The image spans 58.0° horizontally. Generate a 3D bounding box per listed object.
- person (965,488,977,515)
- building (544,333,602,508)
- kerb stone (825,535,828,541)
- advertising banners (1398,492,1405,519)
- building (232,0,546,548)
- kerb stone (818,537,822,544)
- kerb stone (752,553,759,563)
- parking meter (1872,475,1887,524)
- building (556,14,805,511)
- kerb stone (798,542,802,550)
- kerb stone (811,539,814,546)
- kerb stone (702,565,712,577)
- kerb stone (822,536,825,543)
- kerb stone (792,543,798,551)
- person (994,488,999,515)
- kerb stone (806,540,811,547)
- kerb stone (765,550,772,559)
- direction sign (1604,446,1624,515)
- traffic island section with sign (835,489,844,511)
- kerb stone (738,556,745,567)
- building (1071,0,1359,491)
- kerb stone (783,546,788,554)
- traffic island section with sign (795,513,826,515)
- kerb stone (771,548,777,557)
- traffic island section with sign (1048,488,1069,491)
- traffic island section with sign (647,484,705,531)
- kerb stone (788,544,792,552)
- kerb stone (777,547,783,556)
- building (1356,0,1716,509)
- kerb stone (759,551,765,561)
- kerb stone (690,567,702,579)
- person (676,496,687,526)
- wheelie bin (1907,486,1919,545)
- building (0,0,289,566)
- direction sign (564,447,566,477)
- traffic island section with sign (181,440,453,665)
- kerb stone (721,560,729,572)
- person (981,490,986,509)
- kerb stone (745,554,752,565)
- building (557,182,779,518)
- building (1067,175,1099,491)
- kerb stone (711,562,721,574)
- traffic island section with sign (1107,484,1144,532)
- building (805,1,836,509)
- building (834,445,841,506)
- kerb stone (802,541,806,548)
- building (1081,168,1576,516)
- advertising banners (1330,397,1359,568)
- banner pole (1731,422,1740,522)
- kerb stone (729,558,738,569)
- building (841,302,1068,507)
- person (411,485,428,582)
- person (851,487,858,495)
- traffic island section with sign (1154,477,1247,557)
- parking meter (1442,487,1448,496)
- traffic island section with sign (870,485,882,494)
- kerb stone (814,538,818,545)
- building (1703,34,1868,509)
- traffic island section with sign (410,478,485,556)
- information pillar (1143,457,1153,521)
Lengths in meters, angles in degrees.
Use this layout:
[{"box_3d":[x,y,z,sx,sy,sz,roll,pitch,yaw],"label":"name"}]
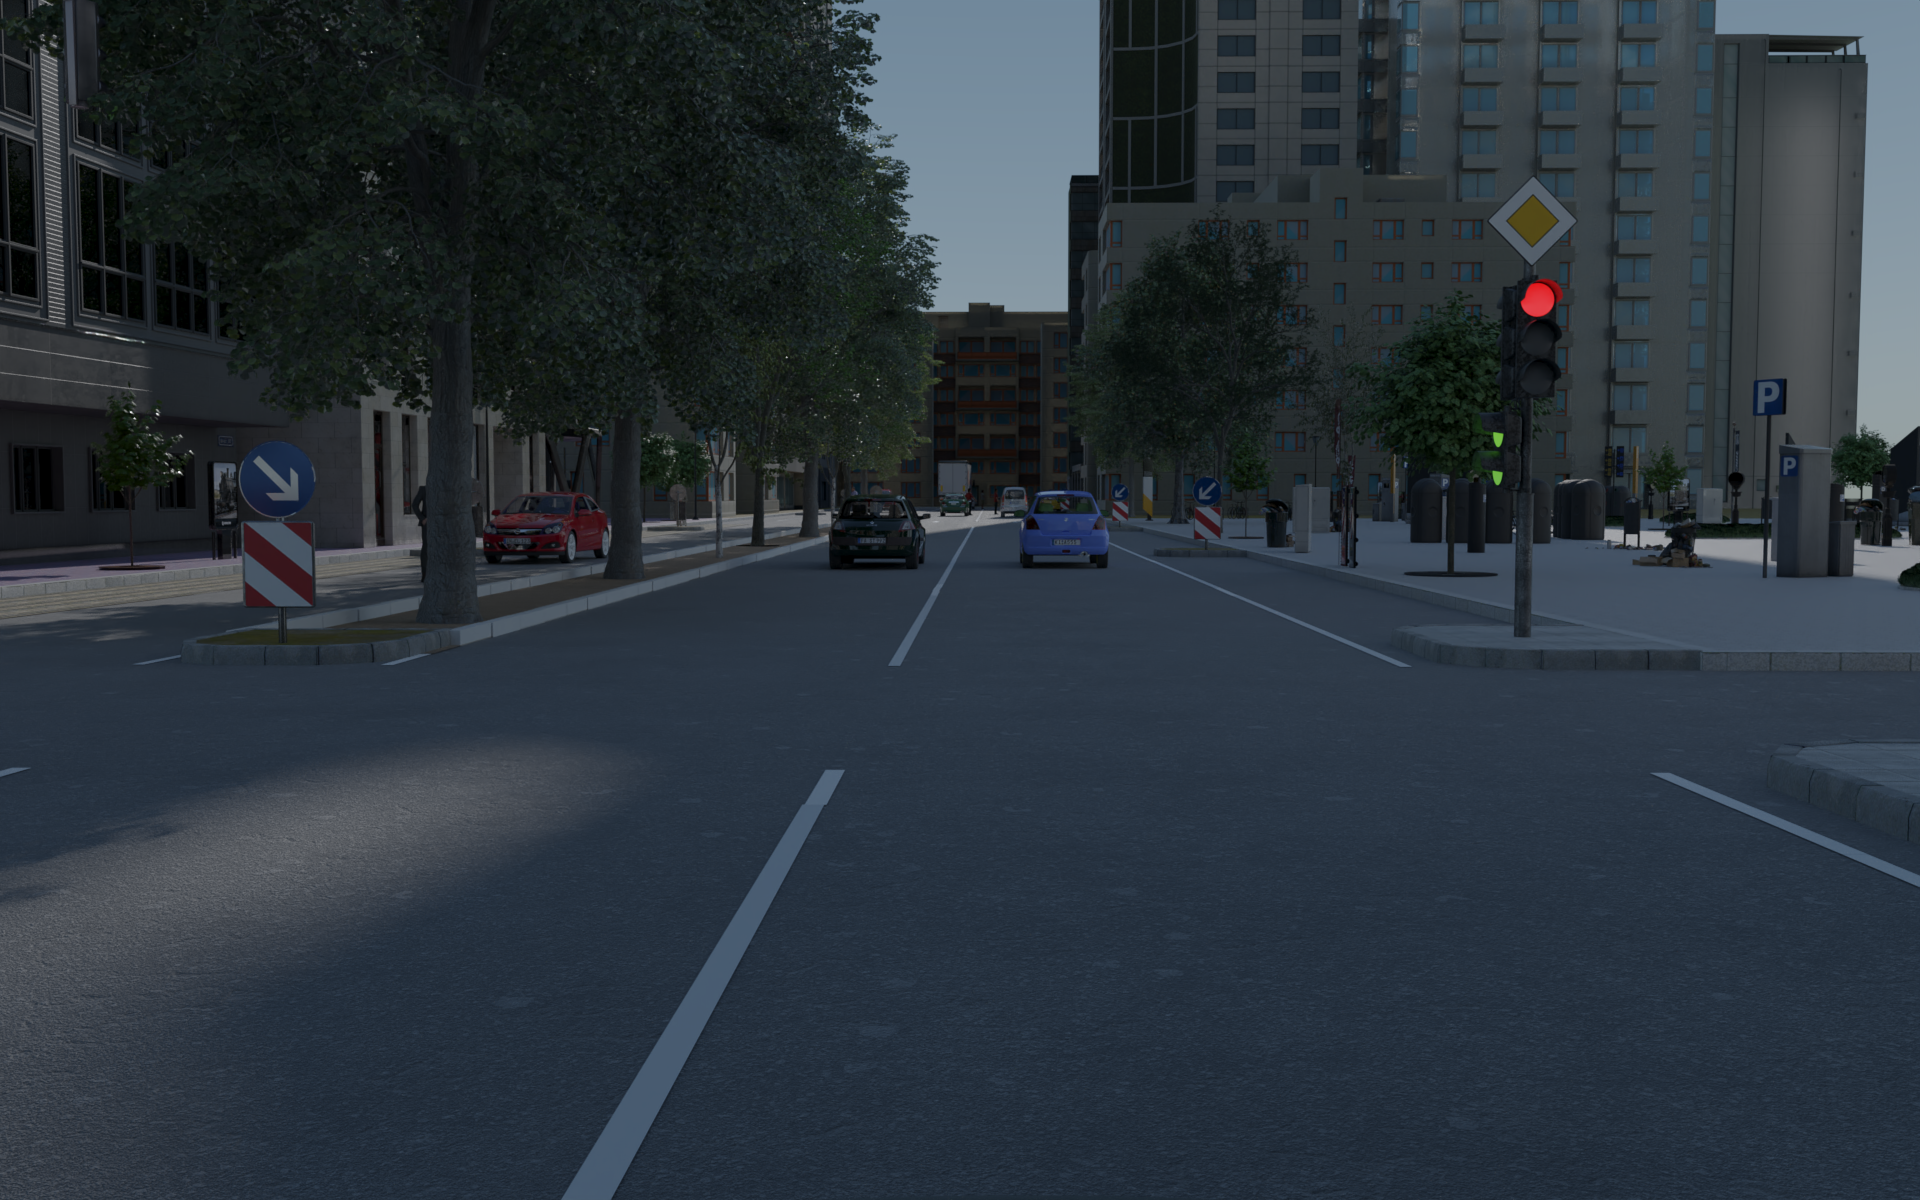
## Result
[{"box_3d":[0.648,-6.608,116.475,0.705,1.831,1.348,-3,4,-36],"label":"person"},{"box_3d":[-22.565,-12.133,65.830,16.820,18.784,16.811,0,4,1],"label":"building"},{"box_3d":[-4.108,-1.801,51.645,0.120,0.150,1.000,0,4,1],"label":"kerb stone"},{"box_3d":[23.248,-5.646,88.501,2.074,3.025,0.090,2,4,26],"label":"advertising banners"},{"box_3d":[-19.118,-11.868,48.787,10.420,20.320,16.860,0,4,1],"label":"building"},{"box_3d":[-4.137,-1.676,49.593,0.120,0.150,1.000,0,4,1],"label":"kerb stone"},{"box_3d":[-4.398,-0.858,36.267,0.120,0.150,1.000,0,4,1],"label":"kerb stone"},{"box_3d":[27.615,-2.833,52.038,0.399,1.863,0.255,-2,4,-25],"label":"parking meter"},{"box_3d":[-23.328,-30.973,130.111,21.300,48.544,21.600,0,4,1],"label":"building"},{"box_3d":[-4.236,-1.362,44.461,0.120,0.150,1.000,0,4,1],"label":"kerb stone"},{"box_3d":[-4.183,-1.545,47.547,0.120,0.150,1.000,0,4,1],"label":"kerb stone"},{"box_3d":[-4.495,-0.484,30.127,0.120,0.150,1.000,0,4,1],"label":"kerb stone"},{"box_3d":[-4.129,-1.736,50.616,0.120,0.150,1.000,0,4,1],"label":"kerb stone"},{"box_3d":[-4.250,-1.295,43.436,0.120,0.150,1.000,0,4,1],"label":"kerb stone"},{"box_3d":[2.557,-6.914,121.485,0.705,1.831,1.348,0,4,-2],"label":"person"},{"box_3d":[-4.194,-1.486,46.517,0.120,0.150,1.000,0,4,1],"label":"kerb stone"},{"box_3d":[-4.349,-0.981,38.318,0.120,0.150,1.000,0,4,1],"label":"kerb stone"},{"box_3d":[30.849,-5.488,81.725,0.876,3.537,0.379,2,4,34],"label":"direction sign"},{"box_3d":[-9.648,-8.348,145.118,1.989,1.847,2.006,0,4,1],"label":"traffic island section with sign"},{"box_3d":[-4.432,-0.736,34.223,0.120,0.150,1.000,0,4,1],"label":"kerb stone"},{"box_3d":[19.911,-42.954,140.548,20.563,71.187,20.611,0,4,1],"label":"building"},{"box_3d":[-4.296,-1.174,41.384,0.120,0.150,1.000,0,4,1],"label":"kerb stone"},{"box_3d":[-10.147,-6.686,117.944,1.989,1.847,2.006,0,4,1],"label":"traffic island section with sign"},{"box_3d":[-4.331,-1.048,39.340,0.120,0.150,1.000,0,4,1],"label":"kerb stone"},{"box_3d":[6.958,-6.647,117.306,1.989,1.847,2.006,0,4,1],"label":"traffic island section with sign"},{"box_3d":[-11.071,-3.618,67.790,1.989,1.847,2.006,0,4,1],"label":"traffic island section with sign"},{"box_3d":[-4.283,-1.231,42.411,0.120,0.150,1.000,0,4,1],"label":"kerb stone"},{"box_3d":[-4.314,-1.110,40.362,0.120,0.150,1.000,0,4,1],"label":"kerb stone"},{"box_3d":[49.484,-32.639,153.252,30.456,49.044,23.786,0,4,1],"label":"building"},{"box_3d":[-4.369,-0.923,37.296,0.120,0.150,1.000,0,4,1],"label":"kerb stone"},{"box_3d":[-4.529,-0.423,29.105,0.120,0.150,1.000,0,4,1],"label":"kerb stone"},{"box_3d":[-11.553,-3.829,71.653,0.519,1.759,0.362,1,4,17],"label":"person"},{"box_3d":[24.053,-2.164,43.287,0.693,1.594,0.980,1,4,20],"label":"wheelie bin"},{"box_3d":[-22.504,-14.328,27.766,14.314,27.812,24.014,0,4,1],"label":"building"},{"box_3d":[-19.232,-5.649,84.360,0.379,3.537,0.876,-1,4,-9],"label":"direction sign"},{"box_3d":[-5.810,-0.446,15.430,2.006,1.907,1.989,0,4,1],"label":"traffic island section with sign"},{"box_3d":[-4.465,-0.610,32.172,0.120,0.150,1.000,0,4,1],"label":"kerb stone"},{"box_3d":[2.168,-9.453,163.061,0.705,1.824,1.348,-1,4,-17],"label":"person"},{"box_3d":[-4.406,-0.795,35.245,0.120,0.150,1.000,0,4,1],"label":"kerb stone"},{"box_3d":[-26.682,-15.948,105.791,27.650,21.520,28.899,0,4,1],"label":"building"},{"box_3d":[16.832,-23.699,159.177,14.160,30.474,14.107,0,4,1],"label":"building"},{"box_3d":[-4.486,-0.548,31.150,0.120,0.150,1.000,0,4,1],"label":"kerb stone"},{"box_3d":[6.040,-3.577,67.114,1.989,1.847,2.006,0,4,1],"label":"traffic island section with sign"},{"box_3d":[-22.485,-43.893,155.895,20.611,71.187,20.563,0,4,1],"label":"building"},{"box_3d":[-27.002,-21.026,188.812,28.899,21.520,27.650,0,4,1],"label":"building"},{"box_3d":[-4.219,-1.424,45.483,0.120,0.150,1.000,0,4,1],"label":"kerb stone"},{"box_3d":[22.806,-16.652,117.298,27.650,21.520,28.899,0,4,1],"label":"building"},{"box_3d":[6.853,-2.116,30.784,0.090,3.025,2.074,0,4,2],"label":"advertising banners"},{"box_3d":[26.932,-4.291,60.179,0.401,3.779,0.863,0,4,8],"label":"banner pole"},{"box_3d":[-4.441,-0.673,33.200,0.120,0.150,1.000,0,4,1],"label":"kerb stone"},{"box_3d":[2.968,-20.994,188.285,28.899,21.520,27.650,0,4,1],"label":"building"},{"box_3d":[-8.576,-1.250,28.299,0.474,1.900,0.648,2,4,32],"label":"person"},{"box_3d":[-6.285,-5.663,100.956,0.599,1.838,0.709,-3,5,-41],"label":"person"},{"box_3d":[5.529,-1.929,40.163,1.989,1.847,2.006,0,4,1],"label":"traffic island section with sign"},{"box_3d":[15.277,-2.809,54.336,0.372,1.533,0.369,0,3,0],"label":"parking meter"},{"box_3d":[-4.430,-5.041,90.556,2.006,1.907,1.989,0,4,1],"label":"traffic island section with sign"},{"box_3d":[-4.167,-1.607,48.569,0.120,0.150,1.000,0,4,1],"label":"kerb stone"},{"box_3d":[71.840,-29.009,157.890,14.086,41.232,14.154,0,4,1],"label":"building"},{"box_3d":[-11.573,-1.949,40.488,1.989,1.847,2.006,0,4,1],"label":"traffic island section with sign"},{"box_3d":[9.023,-5.613,83.119,0.504,3.616,0.183,-1,4,-20],"label":"information pillar"}]
